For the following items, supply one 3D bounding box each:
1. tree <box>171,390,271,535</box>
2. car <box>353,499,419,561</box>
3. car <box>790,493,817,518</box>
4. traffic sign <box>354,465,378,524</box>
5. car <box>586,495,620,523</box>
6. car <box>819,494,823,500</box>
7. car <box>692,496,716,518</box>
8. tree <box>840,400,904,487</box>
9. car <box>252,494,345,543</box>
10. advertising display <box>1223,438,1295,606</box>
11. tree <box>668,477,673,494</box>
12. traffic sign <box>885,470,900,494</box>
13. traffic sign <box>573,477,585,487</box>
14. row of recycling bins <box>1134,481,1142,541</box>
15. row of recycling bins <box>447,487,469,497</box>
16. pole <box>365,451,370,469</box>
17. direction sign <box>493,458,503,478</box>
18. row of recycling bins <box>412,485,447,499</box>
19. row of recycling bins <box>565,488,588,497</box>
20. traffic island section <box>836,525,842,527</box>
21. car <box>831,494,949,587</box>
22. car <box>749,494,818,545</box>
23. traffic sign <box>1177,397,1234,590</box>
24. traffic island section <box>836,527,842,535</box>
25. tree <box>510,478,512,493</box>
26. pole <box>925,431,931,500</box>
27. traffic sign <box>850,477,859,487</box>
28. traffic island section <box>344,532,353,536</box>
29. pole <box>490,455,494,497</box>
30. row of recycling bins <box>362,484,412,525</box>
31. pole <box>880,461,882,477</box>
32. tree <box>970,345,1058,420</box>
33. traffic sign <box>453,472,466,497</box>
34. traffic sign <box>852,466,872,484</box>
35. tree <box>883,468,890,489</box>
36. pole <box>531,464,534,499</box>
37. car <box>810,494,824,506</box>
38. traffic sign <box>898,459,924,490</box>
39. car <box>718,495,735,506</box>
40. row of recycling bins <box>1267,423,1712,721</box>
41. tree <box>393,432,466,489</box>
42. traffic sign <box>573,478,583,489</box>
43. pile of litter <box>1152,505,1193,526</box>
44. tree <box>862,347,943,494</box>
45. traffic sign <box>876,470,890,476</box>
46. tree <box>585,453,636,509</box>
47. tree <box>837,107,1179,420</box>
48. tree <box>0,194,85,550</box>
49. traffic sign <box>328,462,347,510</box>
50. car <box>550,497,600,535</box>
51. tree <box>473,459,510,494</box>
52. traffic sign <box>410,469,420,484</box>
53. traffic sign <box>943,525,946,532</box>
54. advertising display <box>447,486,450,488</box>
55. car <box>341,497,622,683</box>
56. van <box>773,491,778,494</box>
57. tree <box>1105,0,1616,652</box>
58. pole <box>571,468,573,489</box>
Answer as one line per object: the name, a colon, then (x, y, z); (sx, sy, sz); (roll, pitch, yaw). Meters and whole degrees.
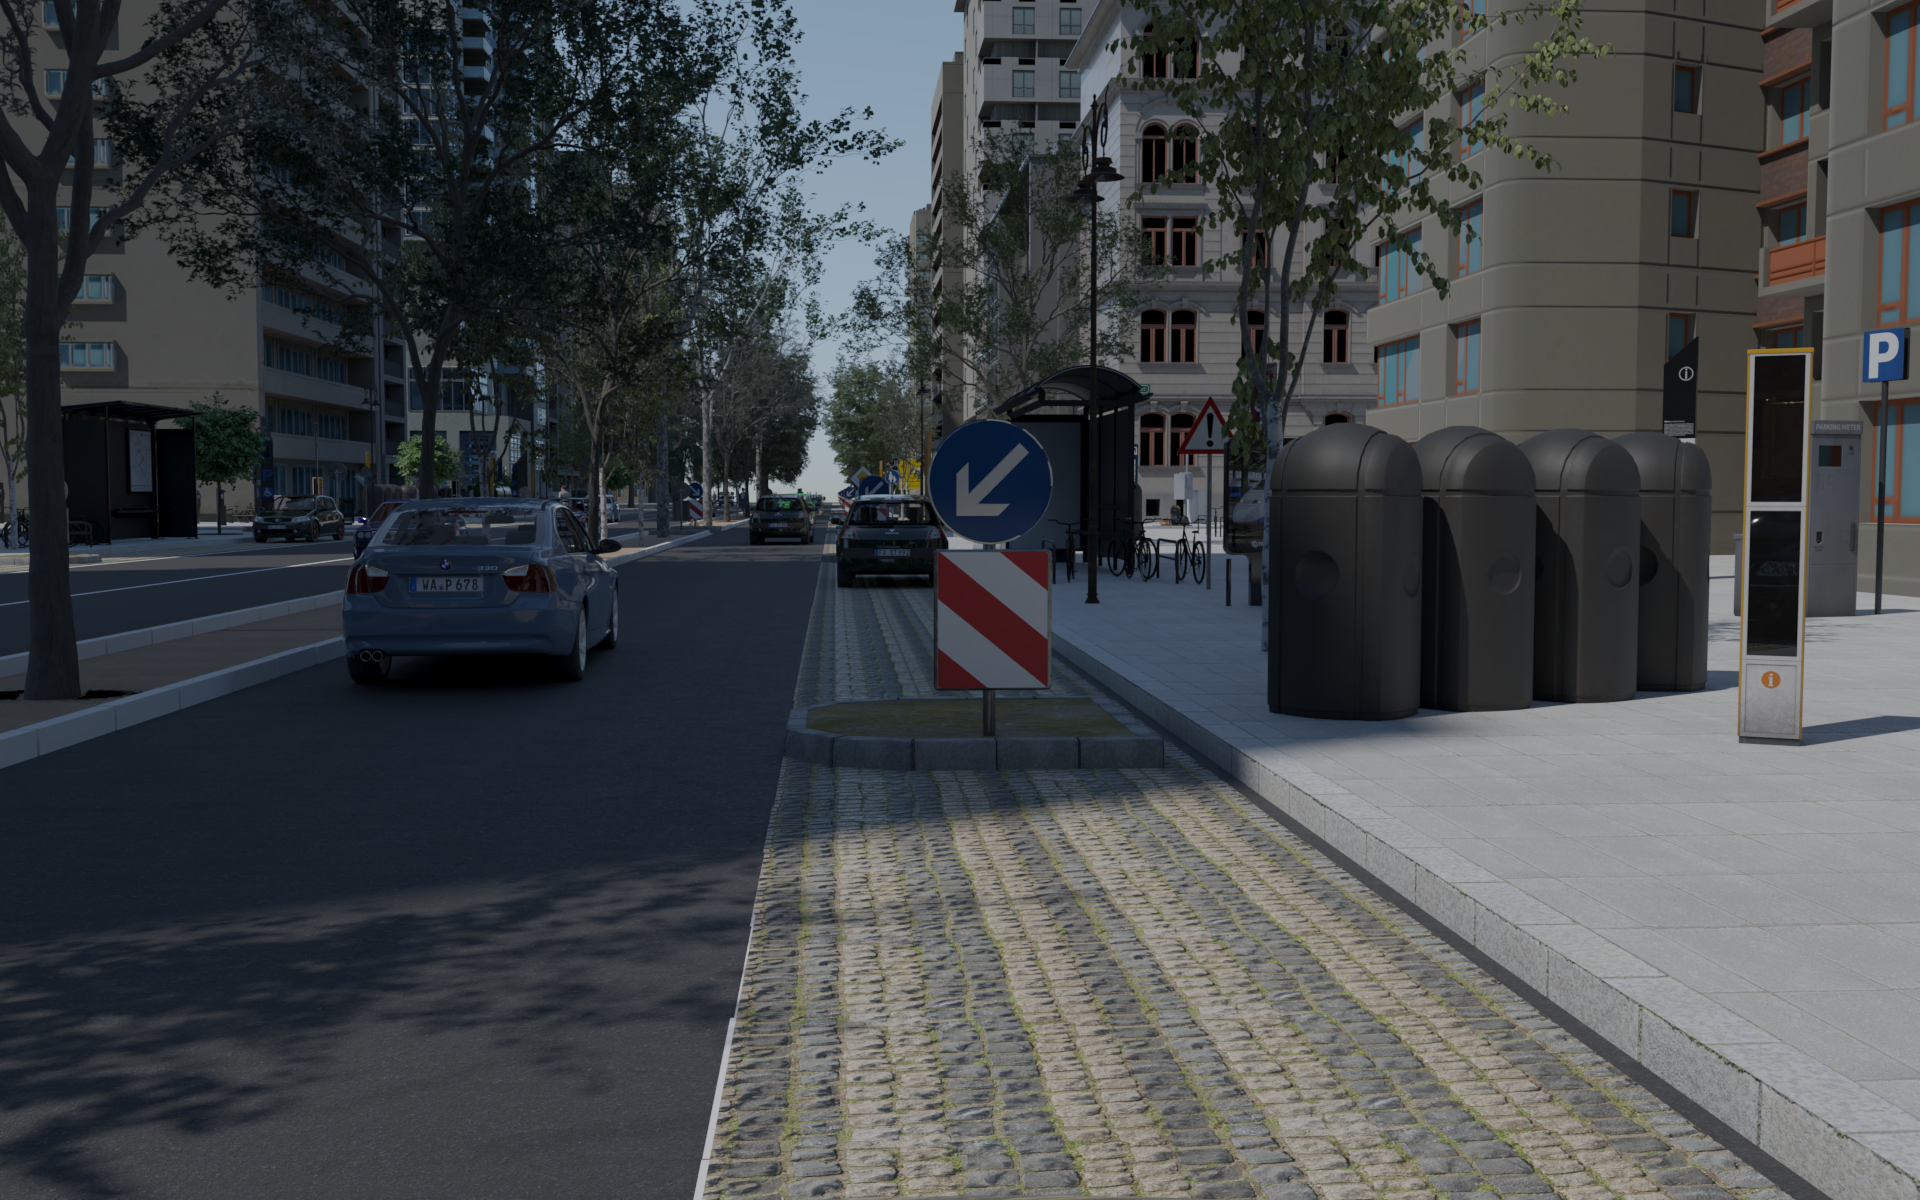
tree: (-23.419, -4.335, 54.587); (4.285, 4.588, 4.351); (0, 3, 0)
car: (-11.247, -1.408, 35.602); (1.945, 1.354, 3.894); (0, 4, -6)
car: (-7.988, -4.668, 85.112); (1.959, 1.807, 4.718); (0, 4, -4)
traffic sign: (-20.631, -3.457, 60.168); (0.795, 2.450, 0.064); (0, 4, -4)
car: (-18.174, -4.600, 87.210); (2.014, 1.417, 4.499); (0, 4, -5)
car: (-17.196, -12.047, 207.188); (2.015, 1.641, 3.980); (0, 4, -5)
car: (-15.336, -5.458, 101.819); (1.945, 1.354, 3.894); (0, 4, -2)
tree: (-6.067, -11.147, 132.613); (4.737, 8.622, 4.395); (0, 3, 0)
car: (-19.845, -2.583, 52.018); (2.009, 1.686, 4.222); (0, 4, -3)
advertising display: (3.503, -0.895, 19.851); (0.974, 1.923, 0.123); (0, 4, -6)
tree: (-33.117, -12.402, 197.374); (1.663, 3.219, 1.824); (0, 3, 0)
traffic sign: (-3.571, -5.593, 91.549); (0.768, 2.556, 0.104); (0, 4, -3)
traffic sign: (-29.151, -8.105, 132.524); (0.884, 2.594, 0.081); (0, 4, -1)
row of recycling bins: (3.258, -2.495, 47.898); (3.534, 1.692, 1.069); (0, 4, -3)
row of recycling bins: (-28.995, -5.438, 96.019); (3.534, 1.692, 1.069); (0, 4, -5)
pole: (-27.967, -5.381, 81.825); (0.158, 3.312, 0.155); (0, 3, 0)
direction sign: (-29.175, -7.163, 109.114); (0.876, 3.537, 0.379); (1, 4, 23)
row of recycling bins: (-24.159, -4.295, 77.334); (1.069, 1.692, 3.534); (0, 4, 2)
row of recycling bins: (-28.712, -7.457, 129.039); (1.069, 1.692, 3.534); (-2, 4, -32)
traffic island section: (-3.984, -2.884, 69.432); (2.009, 0.180, 2.903); (0, 4, -4)
car: (-1.091, -1.105, 27.849); (2.009, 1.686, 4.222); (0, 4, -2)
car: (-5.169, -2.490, 50.505); (2.009, 1.686, 4.222); (0, 4, -2)
traffic sign: (3.340, -1.419, 23.211); (0.884, 2.594, 0.081); (0, 4, 1)
traffic island section: (-3.407, -2.397, 61.468); (2.009, 0.180, 2.903); (0, 4, -4)
tree: (-29.894, -7.249, 113.123); (1.663, 3.219, 1.824); (0, 3, 0)
pole: (-1.037, -3.810, 56.135); (0.158, 3.312, 0.155); (0, 3, 0)
traffic sign: (-4.007, -4.019, 69.354); (0.795, 2.450, 0.064); (0, 4, -4)
traffic island section: (-20.654, -2.321, 60.228); (2.009, 0.180, 2.903); (0, 4, -4)
pole: (-24.652, -5.955, 91.211); (0.158, 3.312, 0.155); (0, 3, 0)
row of recycling bins: (-24.409, -4.056, 73.427); (1.069, 1.692, 3.534); (0, 4, -2)
pole: (-4.847, -6.881, 106.345); (0.158, 3.312, 0.155); (0, 3, 0)
tree: (2.581, -8.259, 85.398); (4.360, 8.622, 3.978); (0, 3, 0)
traffic sign: (-26.732, -5.645, 92.404); (0.768, 2.556, 0.104); (0, 4, -2)
traffic sign: (-3.430, -3.532, 61.389); (0.795, 2.450, 0.064); (0, 4, -4)
tree: (-5.298, -8.045, 126.131); (1.663, 3.219, 1.824); (0, 3, 0)
pole: (-28.864, -7.525, 116.878); (0.158, 3.312, 0.155); (0, 3, 0)
car: (-15.289, -10.381, 181.738); (2.014, 1.417, 4.499); (0, 4, -3)
traffic sign: (-2.440, -6.492, 100.012); (2.265, 3.308, 0.079); (0, 4, 3)
car: (-27.430, -11.668, 203.355); (1.945, 1.354, 3.894); (0, 4, -5)
row of recycling bins: (3.437, -0.227, 10.822); (3.534, 1.692, 1.069); (-2, 4, -32)
tree: (-25.129, -5.993, 81.699); (4.285, 4.588, 4.351); (0, 3, 0)
traffic sign: (-29.765, -8.246, 134.933); (0.768, 2.556, 0.104); (0, 4, -2)
pile of litter: (8.554, -3.416, 69.824); (1.719, 0.858, 1.176); (0, 3, 0)
tree: (-2.860, -8.316, 86.327); (4.360, 8.622, 3.978); (0, 3, 0)
traffic sign: (-5.734, -9.014, 141.258); (2.265, 3.308, 0.079); (0, 4, -1)
tree: (-29.829, -10.160, 149.833); (4.285, 4.588, 4.351); (0, 3, 0)
tree: (1.027, -6.629, 42.803); (8.767, 10.594, 7.601); (0, 4, 3)
tree: (-21.996, -5.460, 39.641); (4.737, 8.622, 4.395); (0, 3, 0)
traffic sign: (-25.094, -4.263, 69.811); (0.768, 2.556, 0.104); (0, 4, -2)
car: (-13.312, -2.823, 58.743); (1.945, 1.354, 3.894); (0, 4, -2)
tree: (-25.502, -6.065, 93.759); (1.663, 3.219, 1.824); (0, 3, 0)
traffic sign: (-21.208, -3.944, 68.133); (0.795, 2.450, 0.064); (0, 4, -4)
traffic sign: (-0.466, -3.199, 52.409); (0.768, 2.556, 0.104); (0, 4, 1)
advertising display: (-39.604, -7.882, 134.076); (0.123, 1.923, 0.974); (-1, 4, -9)
car: (-3.892, -0.152, 14.494); (2.014, 1.417, 4.499); (0, 4, -6)
van: (-28.457, -15.687, 263.499); (2.013, 2.044, 4.112); (0, 4, -6)
tree: (2.760, -3.891, 13.981); (4.737, 8.622, 4.395); (0, 3, 0)
pole: (-30.775, -8.784, 137.469); (0.158, 3.312, 0.155); (0, 3, 0)
